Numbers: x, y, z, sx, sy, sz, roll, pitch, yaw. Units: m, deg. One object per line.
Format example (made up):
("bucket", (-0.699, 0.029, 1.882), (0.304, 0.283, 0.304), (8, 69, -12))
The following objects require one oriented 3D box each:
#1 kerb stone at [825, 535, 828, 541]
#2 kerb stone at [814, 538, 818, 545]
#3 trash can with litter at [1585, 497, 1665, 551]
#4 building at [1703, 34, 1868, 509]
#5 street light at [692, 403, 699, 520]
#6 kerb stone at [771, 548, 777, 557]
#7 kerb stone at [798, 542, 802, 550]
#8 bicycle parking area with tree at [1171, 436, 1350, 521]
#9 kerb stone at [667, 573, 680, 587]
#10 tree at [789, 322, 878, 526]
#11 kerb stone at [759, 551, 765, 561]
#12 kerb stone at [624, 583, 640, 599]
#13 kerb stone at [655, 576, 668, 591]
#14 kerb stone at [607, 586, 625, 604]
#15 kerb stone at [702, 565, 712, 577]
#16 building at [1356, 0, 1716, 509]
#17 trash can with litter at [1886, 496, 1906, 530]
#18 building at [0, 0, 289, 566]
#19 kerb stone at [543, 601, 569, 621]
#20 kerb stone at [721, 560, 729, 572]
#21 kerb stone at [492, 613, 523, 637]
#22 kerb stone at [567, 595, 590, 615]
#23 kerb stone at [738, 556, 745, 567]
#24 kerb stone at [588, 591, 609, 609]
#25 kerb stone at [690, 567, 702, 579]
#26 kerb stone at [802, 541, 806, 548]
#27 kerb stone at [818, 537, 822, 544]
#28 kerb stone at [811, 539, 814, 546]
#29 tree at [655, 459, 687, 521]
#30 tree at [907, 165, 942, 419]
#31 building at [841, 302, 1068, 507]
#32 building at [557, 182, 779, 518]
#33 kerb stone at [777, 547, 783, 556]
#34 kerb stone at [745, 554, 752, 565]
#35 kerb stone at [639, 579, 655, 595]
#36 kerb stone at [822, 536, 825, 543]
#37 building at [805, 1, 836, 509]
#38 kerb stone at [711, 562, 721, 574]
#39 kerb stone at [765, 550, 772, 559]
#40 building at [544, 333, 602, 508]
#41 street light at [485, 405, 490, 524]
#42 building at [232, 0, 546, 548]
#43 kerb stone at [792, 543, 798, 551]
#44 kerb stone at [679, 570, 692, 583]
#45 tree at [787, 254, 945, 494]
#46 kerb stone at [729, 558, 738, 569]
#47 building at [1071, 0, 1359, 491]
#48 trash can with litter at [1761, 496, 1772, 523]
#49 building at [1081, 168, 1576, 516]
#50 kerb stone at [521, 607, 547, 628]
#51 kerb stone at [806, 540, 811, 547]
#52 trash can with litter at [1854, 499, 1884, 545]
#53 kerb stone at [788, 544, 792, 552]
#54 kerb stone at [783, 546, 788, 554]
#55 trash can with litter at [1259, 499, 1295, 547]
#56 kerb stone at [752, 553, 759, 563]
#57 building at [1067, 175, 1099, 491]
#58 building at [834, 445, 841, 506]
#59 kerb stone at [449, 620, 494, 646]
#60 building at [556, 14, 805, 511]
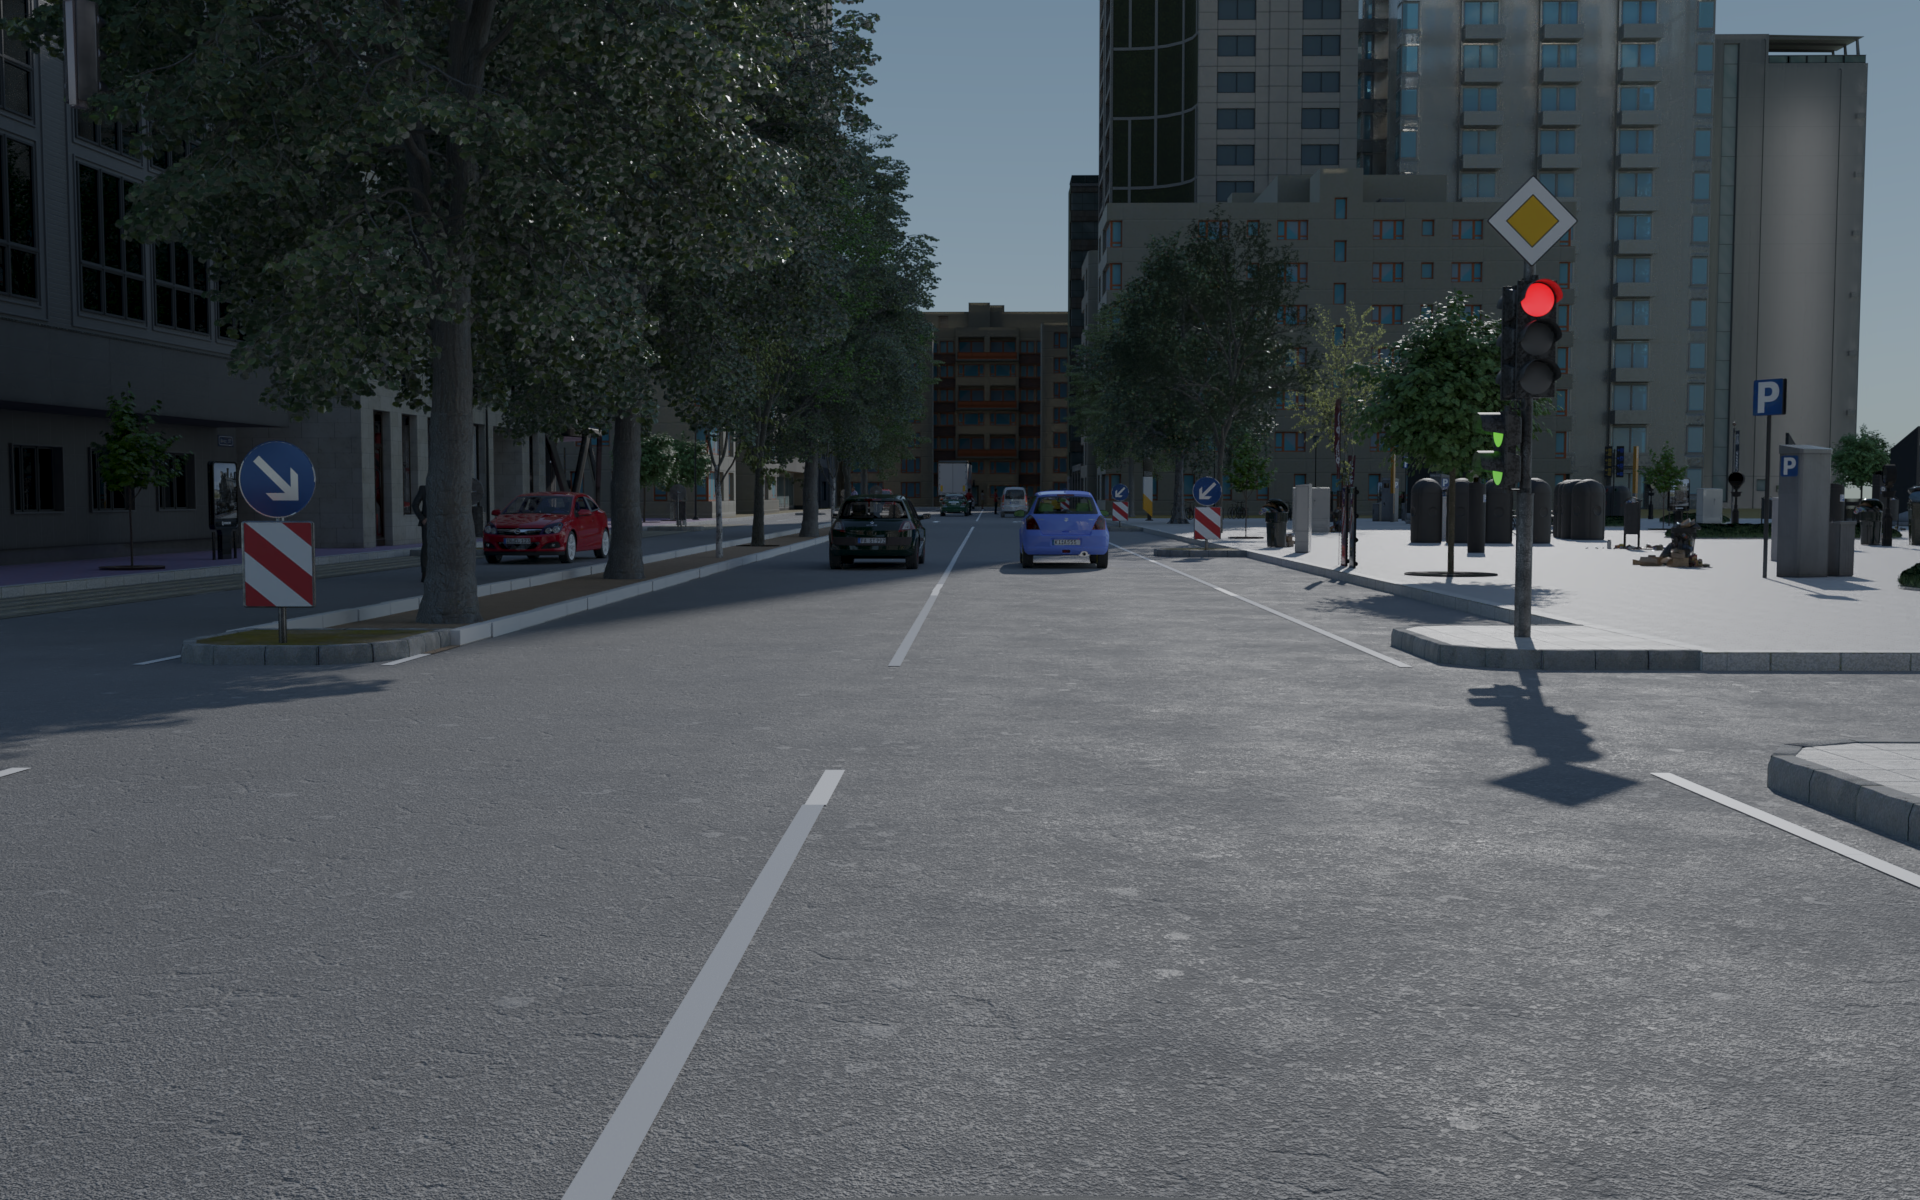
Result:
("kerb stone", (-4.108, -1.801, 51.645), (0.120, 0.150, 1.000), (0, 4, 1))
("kerb stone", (-4.167, -1.607, 48.569), (0.120, 0.150, 1.000), (0, 4, 1))
("trash can with litter", (15.641, -1.763, 39.887), (1.678, 1.210, 2.233), (-1, 4, -16))
("building", (71.840, -29.009, 157.890), (14.086, 41.232, 14.154), (0, 4, 1))
("street light", (-12.543, -6.914, 85.578), (1.470, 5.913, 1.316), (0, 4, 1))
("kerb stone", (-4.331, -1.048, 39.340), (0.120, 0.150, 1.000), (0, 4, 1))
("kerb stone", (-4.236, -1.362, 44.461), (0.120, 0.150, 1.000), (0, 4, 1))
("bicycle parking area with tree", (15.137, -6.091, 86.597), (8.231, 4.147, 9.016), (3, 5, 39))
("kerb stone", (-4.557, -0.297, 27.057), (0.120, 0.150, 1.000), (0, 4, 1))
("tree", (-4.785, -6.864, 65.052), (4.360, 8.622, 3.978), (0, 3, 0))
("kerb stone", (-4.369, -0.923, 37.296), (0.120, 0.150, 1.000), (0, 4, 1))
("kerb stone", (-4.620, -0.109, 23.975), (0.120, 0.150, 1.000), (0, 4, 1))
("kerb stone", (-4.575, -0.235, 26.030), (0.120, 0.150, 1.000), (0, 4, 1))
("kerb stone", (-4.636, -0.046, 22.953), (0.120, 0.150, 1.000), (0, 4, 1))
("kerb stone", (-4.495, -0.484, 30.127), (0.120, 0.150, 1.000), (0, 4, 1))
("building", (49.484, -32.639, 153.252), (30.456, 49.044, 23.786), (0, 4, 1))
("trash can with litter", (32.619, -3.086, 61.517), (2.233, 1.210, 1.678), (0, 4, 2))
("building", (-22.504, -14.328, 27.766), (14.314, 27.812, 24.014), (0, 4, 1))
("kerb stone", (-4.695, 0.142, 19.874), (0.120, 0.150, 1.000), (0, 4, 1))
("kerb stone", (-4.465, -0.610, 32.172), (0.120, 0.150, 1.000), (0, 4, 1))
("kerb stone", (-4.723, 0.267, 17.829), (0.120, 0.150, 1.000), (0, 4, 1))
("kerb stone", (-4.679, 0.079, 20.905), (0.120, 0.150, 1.000), (0, 4, 1))
("kerb stone", (-4.432, -0.736, 34.223), (0.120, 0.150, 1.000), (0, 4, 1))
("kerb stone", (-4.653, 0.016, 21.931), (0.120, 0.150, 1.000), (0, 4, 1))
("kerb stone", (-4.529, -0.423, 29.105), (0.120, 0.150, 1.000), (0, 4, 1))
("kerb stone", (-4.219, -1.424, 45.483), (0.120, 0.150, 1.000), (0, 4, 1))
("kerb stone", (-4.137, -1.676, 49.593), (0.120, 0.150, 1.000), (0, 4, 1))
("kerb stone", (-4.183, -1.545, 47.547), (0.120, 0.150, 1.000), (0, 4, 1))
("tree", (-13.629, -5.364, 82.302), (1.663, 3.219, 1.824), (0, 3, 0))
("tree", (-5.019, -9.065, 57.329), (9.857, 13.997, 8.962), (0, 3, 0))
("building", (2.968, -20.994, 188.285), (28.899, 21.520, 27.650), (0, 4, 1))
("building", (-26.682, -15.948, 105.791), (27.650, 21.520, 28.899), (0, 4, 1))
("kerb stone", (-4.314, -1.110, 40.362), (0.120, 0.150, 1.000), (0, 4, 1))
("kerb stone", (-4.406, -0.795, 35.245), (0.120, 0.150, 1.000), (0, 4, 1))
("kerb stone", (-4.602, -0.171, 24.997), (0.120, 0.150, 1.000), (0, 4, 1))
("kerb stone", (-4.129, -1.736, 50.616), (0.120, 0.150, 1.000), (0, 4, 1))
("building", (-22.485, -43.893, 155.895), (20.611, 71.187, 20.563), (0, 4, 1))
("kerb stone", (-4.486, -0.548, 31.150), (0.120, 0.150, 1.000), (0, 4, 1))
("kerb stone", (-4.349, -0.981, 38.318), (0.120, 0.150, 1.000), (0, 4, 1))
("building", (-22.565, -12.133, 65.830), (16.820, 18.784, 16.811), (0, 4, 1))
("street light", (-13.282, -4.774, 50.592), (1.470, 5.913, 1.316), (0, 4, 1))
("building", (-19.118, -11.868, 48.787), (10.420, 20.320, 16.860), (0, 4, 1))
("kerb stone", (-4.250, -1.295, 43.436), (0.120, 0.150, 1.000), (0, 4, 1))
("kerb stone", (-4.540, -0.360, 28.080), (0.120, 0.150, 1.000), (0, 4, 1))
("tree", (-4.582, -9.808, 80.952), (7.486, 12.596, 7.792), (0, 3, 0))
("kerb stone", (-4.441, -0.673, 33.200), (0.120, 0.150, 1.000), (0, 4, 1))
("building", (19.911, -42.954, 140.548), (20.563, 71.187, 20.611), (0, 4, 1))
("trash can with litter", (30.337, -3.337, 65.621), (1.678, 1.210, 2.233), (-2, 4, -26))
("building", (22.806, -16.652, 117.298), (27.650, 21.520, 28.899), (0, 4, 1))
("kerb stone", (-4.709, 0.209, 18.852), (0.120, 0.150, 1.000), (0, 4, 1))
("kerb stone", (-4.194, -1.486, 46.517), (0.120, 0.150, 1.000), (0, 4, 1))
("trash can with litter", (22.929, -1.971, 43.617), (0.624, 1.170, 1.055), (3, 4, 36))
("kerb stone", (-4.283, -1.231, 42.411), (0.120, 0.150, 1.000), (0, 4, 1))
("kerb stone", (-4.296, -1.174, 41.384), (0.120, 0.150, 1.000), (0, 4, 1))
("trash can with litter", (7.679, -1.859, 41.778), (0.624, 1.170, 1.055), (2, 4, 32))
("kerb stone", (-4.398, -0.858, 36.267), (0.120, 0.150, 1.000), (0, 4, 1))
("building", (16.832, -23.699, 159.177), (14.160, 30.474, 14.107), (0, 4, 1))
("building", (-27.002, -21.026, 188.812), (28.899, 21.520, 27.650), (0, 4, 1))
("kerb stone", (-4.756, 0.330, 16.808), (0.120, 0.150, 1.000), (0, 4, 1))
("building", (-23.328, -30.973, 130.111), (21.300, 48.544, 21.600), (0, 4, 1))
